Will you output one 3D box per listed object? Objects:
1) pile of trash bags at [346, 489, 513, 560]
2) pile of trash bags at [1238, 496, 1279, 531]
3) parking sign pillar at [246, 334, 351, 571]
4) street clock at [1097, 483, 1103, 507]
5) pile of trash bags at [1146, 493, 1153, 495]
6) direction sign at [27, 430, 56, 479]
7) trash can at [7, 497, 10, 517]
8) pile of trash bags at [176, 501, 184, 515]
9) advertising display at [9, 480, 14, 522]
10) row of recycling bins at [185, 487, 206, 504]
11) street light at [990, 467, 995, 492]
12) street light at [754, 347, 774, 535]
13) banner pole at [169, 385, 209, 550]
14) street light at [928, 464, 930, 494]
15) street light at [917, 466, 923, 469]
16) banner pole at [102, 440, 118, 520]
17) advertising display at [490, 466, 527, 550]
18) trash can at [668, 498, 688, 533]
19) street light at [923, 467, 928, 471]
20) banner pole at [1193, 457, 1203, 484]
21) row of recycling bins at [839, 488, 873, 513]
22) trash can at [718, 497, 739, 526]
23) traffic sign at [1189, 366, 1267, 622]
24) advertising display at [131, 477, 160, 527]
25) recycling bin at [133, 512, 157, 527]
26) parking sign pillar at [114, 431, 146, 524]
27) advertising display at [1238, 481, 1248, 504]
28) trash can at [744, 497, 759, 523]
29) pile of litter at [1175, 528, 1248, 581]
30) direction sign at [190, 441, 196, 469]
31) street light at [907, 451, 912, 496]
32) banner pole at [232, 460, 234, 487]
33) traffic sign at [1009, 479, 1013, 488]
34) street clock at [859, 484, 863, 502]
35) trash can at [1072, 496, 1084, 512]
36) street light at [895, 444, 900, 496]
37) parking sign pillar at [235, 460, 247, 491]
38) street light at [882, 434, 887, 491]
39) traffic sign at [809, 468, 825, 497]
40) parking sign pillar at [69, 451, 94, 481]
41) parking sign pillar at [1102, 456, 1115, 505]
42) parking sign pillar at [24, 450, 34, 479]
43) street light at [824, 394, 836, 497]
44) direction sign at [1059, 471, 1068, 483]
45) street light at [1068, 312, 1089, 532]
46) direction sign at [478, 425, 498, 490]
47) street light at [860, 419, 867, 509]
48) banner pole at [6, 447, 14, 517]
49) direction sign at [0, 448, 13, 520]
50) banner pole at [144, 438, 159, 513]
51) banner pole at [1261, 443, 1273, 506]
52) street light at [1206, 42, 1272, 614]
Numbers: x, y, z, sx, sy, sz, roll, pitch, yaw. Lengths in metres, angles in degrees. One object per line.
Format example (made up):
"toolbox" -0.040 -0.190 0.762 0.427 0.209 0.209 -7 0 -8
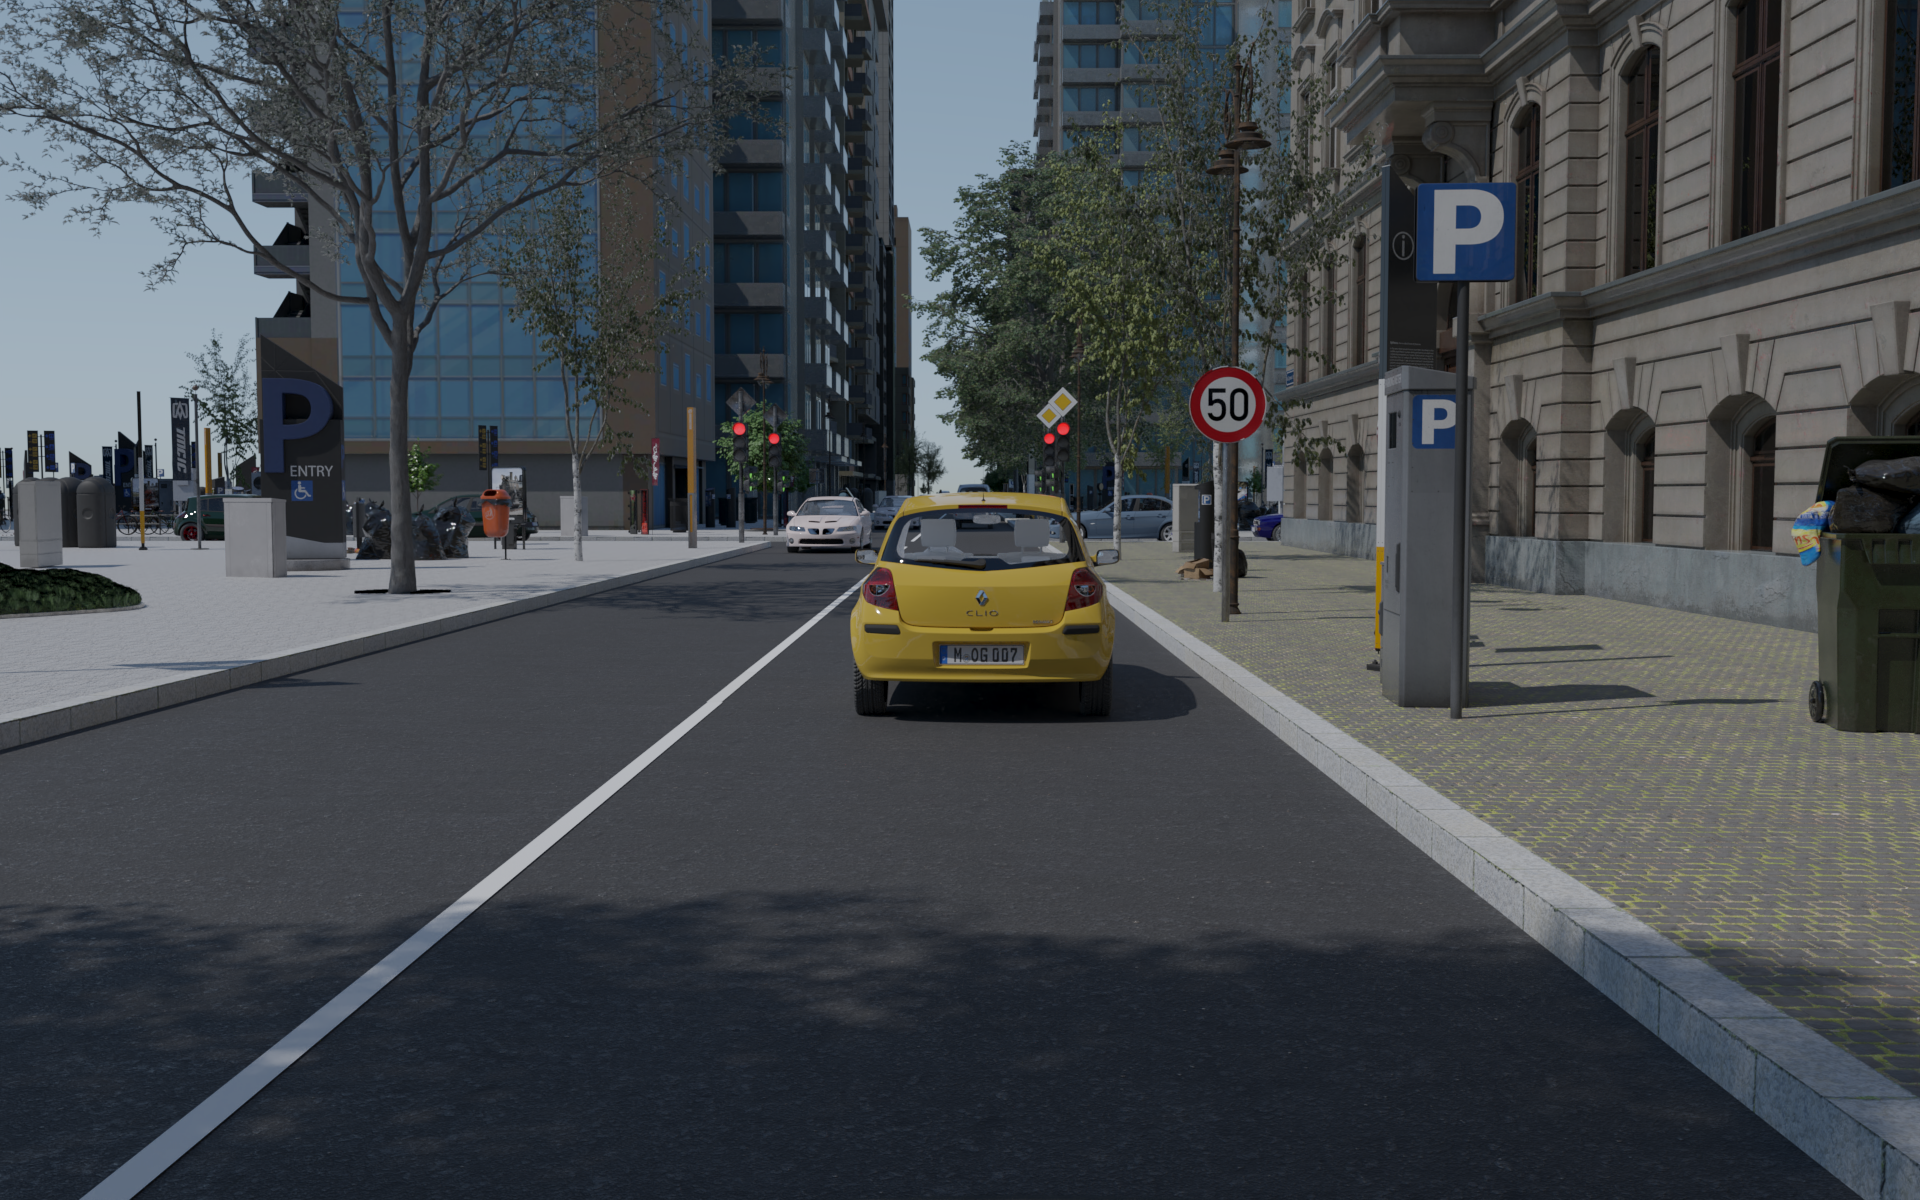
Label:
"pile of trash bags" -10.233 -1.493 34.160 3.447 1.369 1.912 2 4 26
"pile of trash bags" 10.399 -3.159 61.405 1.912 1.369 3.447 -3 5 -40
"parking sign pillar" -11.123 -2.498 29.315 1.447 3.967 1.447 -1 4 -11
"street clock" 9.164 -6.655 113.386 0.358 2.002 0.471 3 4 39
"pile of trash bags" 13.518 -6.718 119.596 1.912 1.369 3.447 -1 4 -13
"direction sign" -32.670 -4.261 61.663 0.876 3.537 0.379 -1 4 -21
"trash can" -53.068 -5.227 97.120 0.748 1.137 0.748 0 3 0
"pile of trash bags" -41.675 -4.883 89.592 3.447 1.369 1.912 1 4 10
"advertising display" -44.249 -4.622 80.787 0.123 1.923 0.974 -2 4 -25
"row of recycling bins" -42.187 -5.408 95.533 1.069 1.692 3.534 -3 4 -37
"street light" 4.261 -16.049 235.181 0.468 5.910 1.993 0 4 0
"street light" -6.147 -4.994 54.436 0.468 5.910 1.993 0 4 0
"banner pole" -17.695 -3.039 39.712 0.401 3.779 0.863 2 4 34
"street light" -4.828 -17.887 265.241 0.468 5.910 1.993 0 4 0
"street light" -5.176 -14.725 213.533 0.468 5.910 1.993 0 4 0
"banner pole" -39.015 -5.483 79.671 0.401 3.779 0.863 3 5 43
"advertising display" -10.443 -2.133 40.089 0.974 1.923 0.123 2 4 26
"trash can" -9.327 -2.809 57.580 0.748 1.137 0.748 0 3 0
"street light" -4.998 -16.306 239.387 0.468 5.910 1.993 0 4 0
"banner pole" 15.942 -7.696 115.847 0.863 3.779 0.401 -1 4 -16
"row of recycling bins" -7.596 -6.745 117.398 3.534 1.692 1.069 1 4 13
"trash can" -9.534 -3.605 70.591 0.748 1.137 0.748 0 3 0
"traffic sign" 2.663 -1.052 17.301 0.768 2.556 0.104 0 4 3
"advertising display" -31.485 -3.776 66.959 0.974 1.923 0.123 -2 4 -34
"recycling bin" -32.095 -3.404 68.202 0.722 1.027 0.722 -3 4 -36
"parking sign pillar" -35.481 -5.234 74.041 1.447 3.967 1.447 1 4 17
"advertising display" 14.141 -5.045 87.703 0.974 1.923 0.123 3 4 38
"trash can" -9.194 -3.931 75.931 0.748 1.137 0.748 0 3 0
"pile of litter" 3.799 -0.764 26.459 1.176 0.858 1.719 3 5 39
"direction sign" -33.106 -5.050 74.560 0.876 3.537 0.379 2 4 32
"street light" -5.331 -12.801 182.088 0.468 5.910 1.993 0 4 0
"banner pole" -53.564 -8.418 127.659 0.401 3.779 0.863 -1 4 -19
"traffic sign" 3.625 -7.075 117.803 0.606 2.300 0.079 0 4 1
"street clock" -6.958 -7.157 121.588 0.358 2.002 0.471 1 4 10
"trash can" 7.062 -5.615 103.453 0.748 1.137 0.748 0 3 0
"street light" -5.591 -11.220 156.235 0.468 5.910 1.993 0 4 0
"parking sign pillar" -47.440 -7.748 115.152 1.447 3.967 1.447 -1 4 -14
"street light" -5.631 -9.639 130.380 0.468 5.910 1.993 0 4 0
"traffic sign" -5.636 -4.044 68.249 0.606 2.300 0.079 0 4 4
"parking sign pillar" -55.075 -7.347 108.602 1.447 3.967 1.447 3 5 45
"parking sign pillar" 10.586 -8.106 121.004 1.447 3.967 1.447 2 4 33
"parking sign pillar" -57.263 -7.218 106.483 1.447 3.967 1.447 -2 4 -32
"street light" -6.034 -6.575 80.290 0.468 5.910 1.993 0 4 0
"direction sign" 7.005 -7.716 118.154 0.876 3.537 0.379 2 4 35
"street light" 3.036 -4.368 44.208 0.468 5.910 1.993 0 4 0
"direction sign" -15.569 -3.990 57.227 0.379 3.537 0.876 2 4 28
"street light" -5.934 -8.199 106.835 0.468 5.910 1.993 0 4 0
"banner pole" -50.849 -6.282 92.728 0.863 3.779 0.401 2 4 30
"direction sign" -46.601 -5.652 84.410 0.379 3.537 0.876 3 4 37
"banner pole" -36.147 -5.353 77.531 0.401 3.779 0.863 1 4 23
"banner pole" 15.005 -5.805 84.935 0.401 3.779 0.863 -3 5 -43
"street light" 2.920 -2.787 18.354 0.468 5.910 1.993 0 4 0
